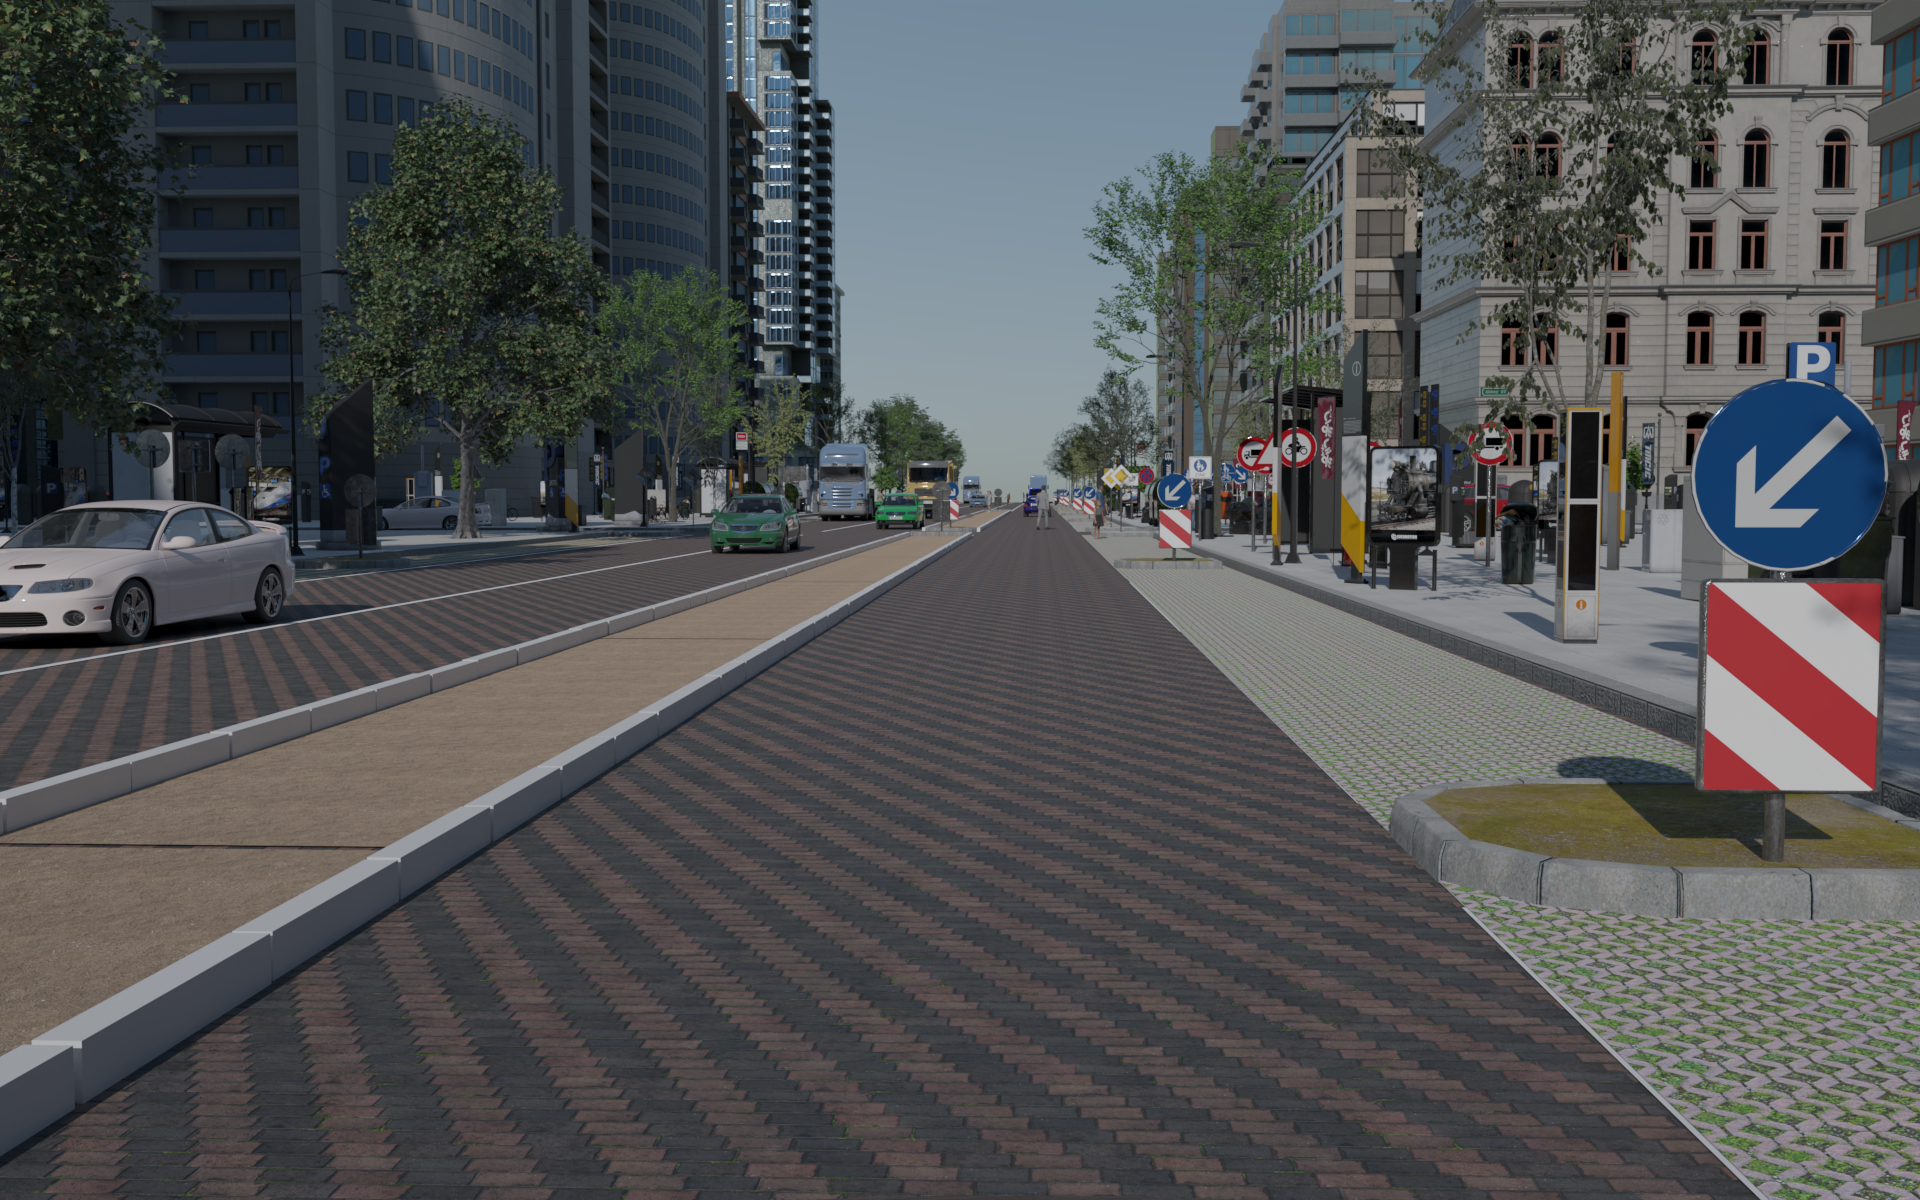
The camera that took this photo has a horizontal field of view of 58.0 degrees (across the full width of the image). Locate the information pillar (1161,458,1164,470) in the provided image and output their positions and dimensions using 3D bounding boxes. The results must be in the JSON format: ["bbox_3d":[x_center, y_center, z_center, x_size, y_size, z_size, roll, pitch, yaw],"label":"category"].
[{"bbox_3d":[13.332,-7.505,114.065,0.183,3.616,0.504,-1,4,-10],"label":"information pillar"}]

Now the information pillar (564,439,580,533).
[{"bbox_3d":[-12.862,-4.036,57.350,0.183,3.616,0.504,3,4,36],"label":"information pillar"}]

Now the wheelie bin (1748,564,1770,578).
[{"bbox_3d":[11.211,-1.004,24.321,0.693,1.594,0.980,2,4,29],"label":"wheelie bin"}]

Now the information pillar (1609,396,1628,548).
[{"bbox_3d":[15.754,-3.065,41.471,0.183,3.616,0.504,-1,4,-22],"label":"information pillar"}]

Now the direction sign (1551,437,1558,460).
[{"bbox_3d":[23.655,-4.672,68.386,0.379,3.537,0.876,-2,4,-24],"label":"direction sign"}]

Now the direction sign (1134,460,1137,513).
[{"bbox_3d":[11.773,-7.600,116.259,0.379,3.537,0.876,1,4,12],"label":"direction sign"}]

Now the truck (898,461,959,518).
[{"bbox_3d":[-1.624,-6.504,102.256,3.469,3.379,9.791,0,4,3],"label":"truck"}]

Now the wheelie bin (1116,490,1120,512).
[{"bbox_3d":[11.766,-7.191,125.487,0.980,1.594,0.693,1,4,13],"label":"wheelie bin"}]

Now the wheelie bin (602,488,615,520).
[{"bbox_3d":[-17.279,-4.749,85.554,0.693,1.594,0.980,2,4,35],"label":"wheelie bin"}]

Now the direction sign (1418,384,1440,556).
[{"bbox_3d":[9.737,-2.692,36.012,0.379,3.537,0.876,-1,4,-9],"label":"direction sign"}]

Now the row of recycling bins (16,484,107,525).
[{"bbox_3d":[-37.362,-3.961,71.869,3.534,1.692,1.069,-1,4,-22],"label":"row of recycling bins"}]

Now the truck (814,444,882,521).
[{"bbox_3d":[-5.955,-6.633,98.215,2.967,4.110,18.799,0,4,1],"label":"truck"}]

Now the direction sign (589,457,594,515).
[{"bbox_3d":[-22.701,-7.063,107.481,0.379,3.537,0.876,2,4,28],"label":"direction sign"}]

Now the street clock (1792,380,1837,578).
[{"bbox_3d":[5.440,-0.405,11.188,0.471,2.002,0.358,0,4,6],"label":"street clock"}]

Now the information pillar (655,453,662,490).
[{"bbox_3d":[-17.388,-6.644,99.992,0.183,3.616,0.504,2,4,30],"label":"information pillar"}]

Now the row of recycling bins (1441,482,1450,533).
[{"bbox_3d":[15.054,-3.115,58.050,3.534,1.692,1.069,1,4,22],"label":"row of recycling bins"}]

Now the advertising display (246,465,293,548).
[{"bbox_3d":[-15.616,-2.079,39.209,0.974,1.923,0.123,-2,4,-30],"label":"advertising display"}]

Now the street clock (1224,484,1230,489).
[{"bbox_3d":[18.335,-6.984,118.761,0.471,2.002,0.358,2,4,32],"label":"street clock"}]

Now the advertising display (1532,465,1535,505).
[{"bbox_3d":[12.592,-1.928,36.737,0.123,1.923,0.974,-3,5,-40],"label":"advertising display"}]

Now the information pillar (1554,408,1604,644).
[{"bbox_3d":[5.324,-0.637,14.911,0.304,2.012,0.304,0,4,5],"label":"information pillar"}]

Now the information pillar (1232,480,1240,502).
[{"bbox_3d":[14.239,-5.186,89.282,0.304,2.012,0.304,3,4,37],"label":"information pillar"}]

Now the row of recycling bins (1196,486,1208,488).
[{"bbox_3d":[11.848,-5.111,90.673,3.534,1.692,1.069,-2,4,-23],"label":"row of recycling bins"}]

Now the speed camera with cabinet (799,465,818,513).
[{"bbox_3d":[-10.237,-7.499,116.942,0.660,3.252,2.038,1,4,16],"label":"speed camera with cabinet"}]

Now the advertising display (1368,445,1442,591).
[{"bbox_3d":[5.941,-1.097,23.150,0.974,1.923,0.123,3,4,37],"label":"advertising display"}]

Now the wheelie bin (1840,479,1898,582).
[{"bbox_3d":[8.486,-0.526,16.502,0.693,1.594,0.980,1,4,12],"label":"wheelie bin"}]

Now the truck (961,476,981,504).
[{"bbox_3d":[2.175,-16.814,264.670,2.967,4.110,18.799,0,4,4],"label":"truck"}]

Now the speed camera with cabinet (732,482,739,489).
[{"bbox_3d":[-16.997,-8.312,130.240,0.660,3.252,2.038,1,4,9],"label":"speed camera with cabinet"}]

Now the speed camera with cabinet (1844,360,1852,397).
[{"bbox_3d":[12.650,-1.952,26.253,0.660,3.252,2.038,-2,4,-30],"label":"speed camera with cabinet"}]

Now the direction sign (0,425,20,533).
[{"bbox_3d":[-31.440,-3.977,57.027,0.876,3.537,0.379,-1,4,-20],"label":"direction sign"}]

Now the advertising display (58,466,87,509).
[{"bbox_3d":[-20.898,-2.178,40.829,0.123,1.923,0.974,0,4,4],"label":"advertising display"}]

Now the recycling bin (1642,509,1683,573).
[{"bbox_3d":[11.608,-0.966,28.342,0.722,1.027,0.722,1,4,10],"label":"recycling bin"}]

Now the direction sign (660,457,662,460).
[{"bbox_3d":[-18.118,-6.906,104.911,0.379,3.537,0.876,0,4,-1],"label":"direction sign"}]

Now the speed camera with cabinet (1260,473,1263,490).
[{"bbox_3d":[20.534,-7.732,120.754,0.660,3.252,2.038,-1,4,-10],"label":"speed camera with cabinet"}]

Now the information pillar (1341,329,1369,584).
[{"bbox_3d":[5.658,-2.047,24.824,0.183,3.616,0.504,-1,4,-23],"label":"information pillar"}]

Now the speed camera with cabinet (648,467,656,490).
[{"bbox_3d":[-23.096,-8.149,127.574,0.660,3.252,2.038,3,5,44],"label":"speed camera with cabinet"}]

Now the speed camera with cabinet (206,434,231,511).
[{"bbox_3d":[-23.320,-3.681,54.520,0.660,3.252,2.038,-2,4,-33],"label":"speed camera with cabinet"}]

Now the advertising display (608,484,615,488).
[{"bbox_3d":[-23.251,-6.766,115.842,0.123,1.923,0.974,3,5,43],"label":"advertising display"}]

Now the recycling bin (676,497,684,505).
[{"bbox_3d":[-21.265,-7.242,130.964,0.722,1.027,0.722,-3,5,-42],"label":"recycling bin"}]

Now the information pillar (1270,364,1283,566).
[{"bbox_3d":[5.688,-2.428,31.047,0.183,3.616,0.504,1,4,19],"label":"information pillar"}]

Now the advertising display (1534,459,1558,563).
[{"bbox_3d":[11.101,-1.650,32.196,0.123,1.923,0.974,-1,4,-22],"label":"advertising display"}]

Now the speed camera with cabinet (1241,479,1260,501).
[{"bbox_3d":[17.179,-6.720,104.206,0.660,3.252,2.038,-1,4,-13],"label":"speed camera with cabinet"}]

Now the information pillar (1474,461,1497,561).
[{"bbox_3d":[10.044,-1.749,33.093,0.304,2.012,0.304,3,5,41],"label":"information pillar"}]

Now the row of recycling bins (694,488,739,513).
[{"bbox_3d":[-16.259,-6.705,116.747,3.534,1.692,1.069,-2,4,-29],"label":"row of recycling bins"}]

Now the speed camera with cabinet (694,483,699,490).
[{"bbox_3d":[-20.505,-8.940,140.500,2.038,3.252,0.660,-2,4,-27],"label":"speed camera with cabinet"}]

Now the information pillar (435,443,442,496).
[{"bbox_3d":[-24.124,-5.433,80.178,0.504,3.616,0.183,3,5,41],"label":"information pillar"}]

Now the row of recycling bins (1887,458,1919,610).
[{"bbox_3d":[11.182,-0.809,20.332,1.069,1.692,3.534,1,4,10],"label":"row of recycling bins"}]

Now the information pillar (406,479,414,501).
[{"bbox_3d":[-25.990,-4.735,81.917,0.304,2.012,0.304,-2,4,-33],"label":"information pillar"}]

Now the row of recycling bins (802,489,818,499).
[{"bbox_3d":[-11.459,-7.633,131.910,3.534,1.692,1.069,-2,4,-28],"label":"row of recycling bins"}]

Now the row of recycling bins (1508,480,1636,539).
[{"bbox_3d":[17.536,-2.608,49.748,3.534,1.692,1.069,0,4,2],"label":"row of recycling bins"}]

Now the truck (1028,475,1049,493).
[{"bbox_3d":[10.959,-15.418,241.850,2.967,4.110,18.799,0,4,3],"label":"truck"}]

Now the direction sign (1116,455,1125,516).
[{"bbox_3d":[9.365,-6.676,101.146,0.379,3.537,0.876,-2,4,-26],"label":"direction sign"}]

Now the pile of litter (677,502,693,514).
[{"bbox_3d":[-17.878,-5.928,110.894,1.719,0.858,1.176,-1,4,-9],"label":"pile of litter"}]

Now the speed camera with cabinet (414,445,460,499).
[{"bbox_3d":[-21.005,-4.635,70.123,2.038,3.252,0.660,-1,4,-10],"label":"speed camera with cabinet"}]

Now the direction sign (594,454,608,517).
[{"bbox_3d":[-20.317,-6.529,98.750,0.379,3.537,0.876,-3,5,-41],"label":"direction sign"}]

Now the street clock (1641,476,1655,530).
[{"bbox_3d":[22.674,-3.220,57.210,0.471,2.002,0.358,0,4,-7],"label":"street clock"}]
